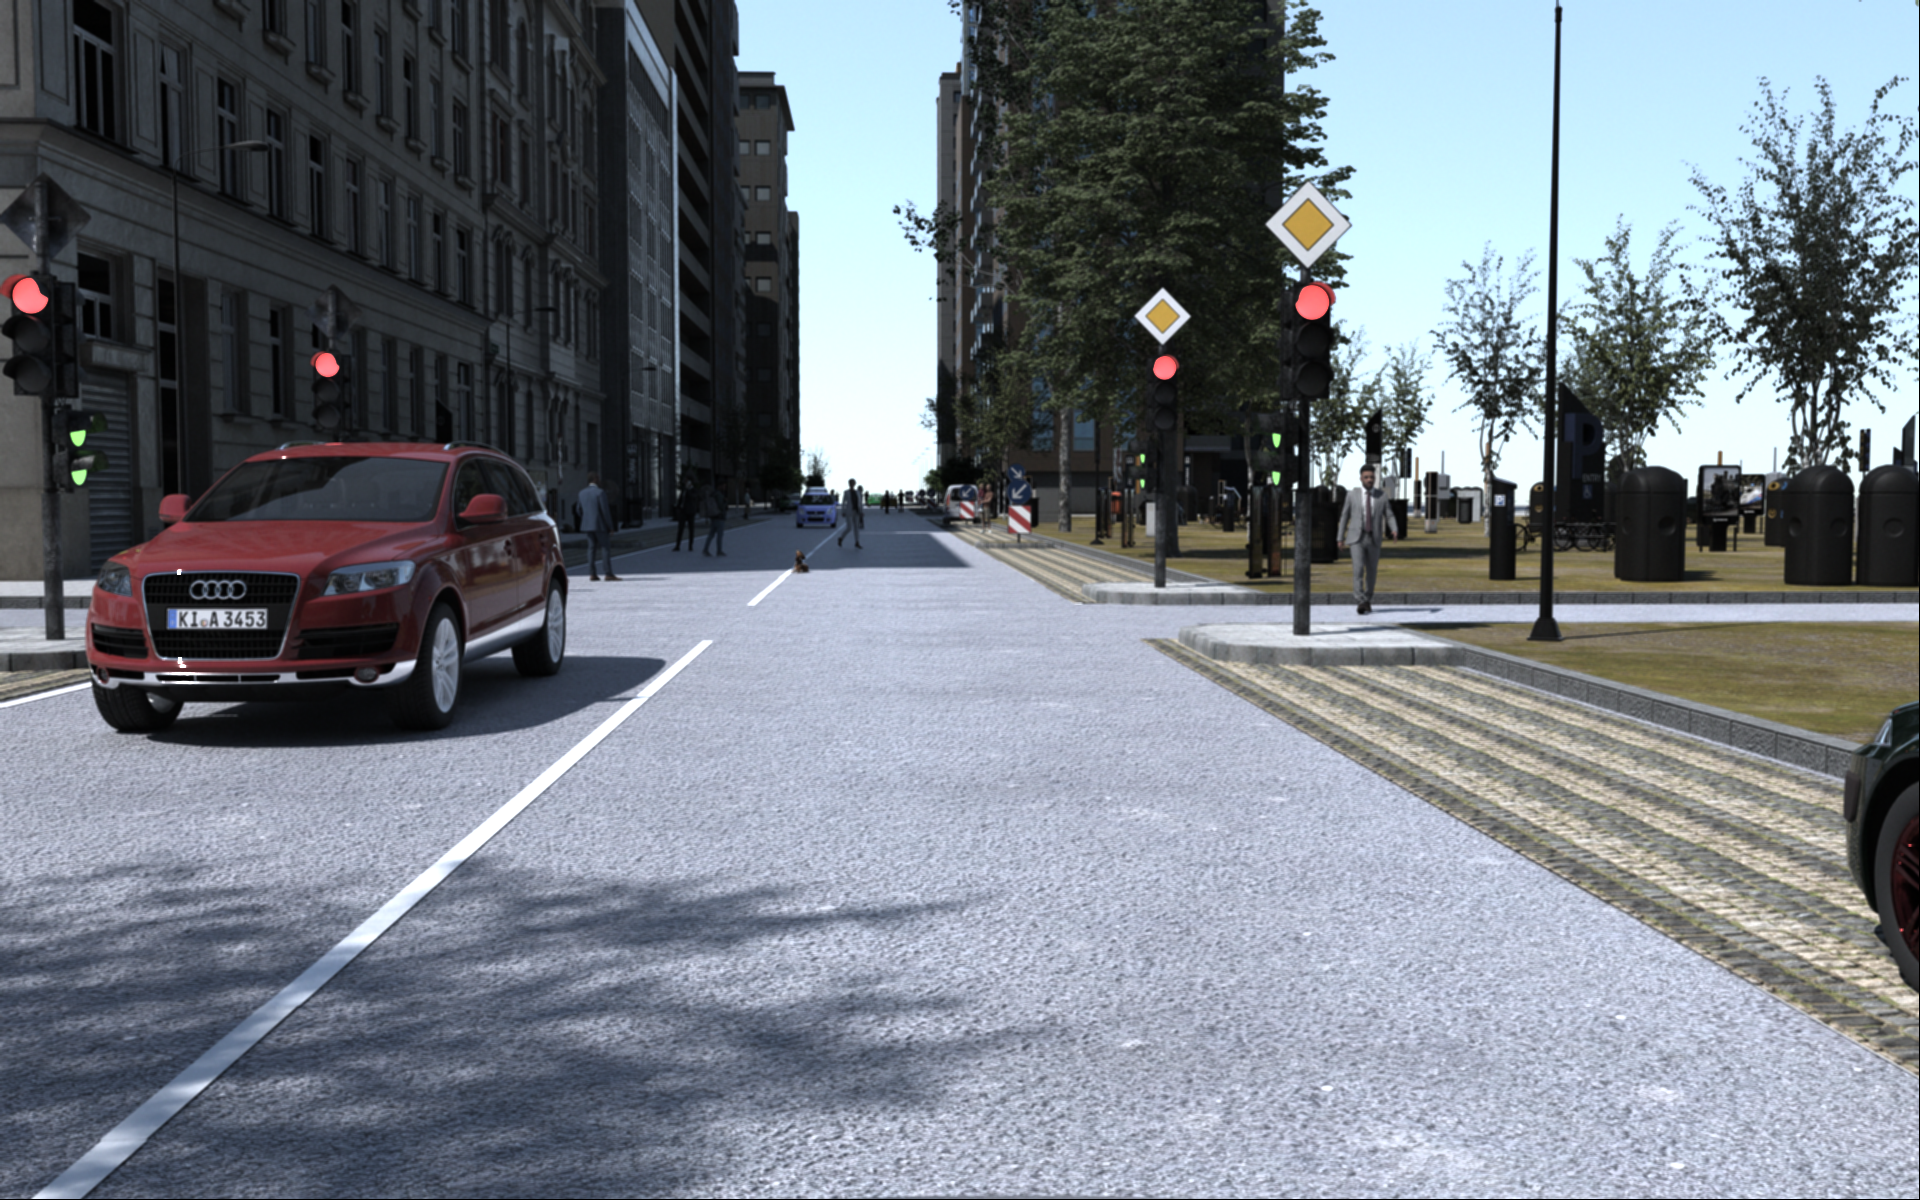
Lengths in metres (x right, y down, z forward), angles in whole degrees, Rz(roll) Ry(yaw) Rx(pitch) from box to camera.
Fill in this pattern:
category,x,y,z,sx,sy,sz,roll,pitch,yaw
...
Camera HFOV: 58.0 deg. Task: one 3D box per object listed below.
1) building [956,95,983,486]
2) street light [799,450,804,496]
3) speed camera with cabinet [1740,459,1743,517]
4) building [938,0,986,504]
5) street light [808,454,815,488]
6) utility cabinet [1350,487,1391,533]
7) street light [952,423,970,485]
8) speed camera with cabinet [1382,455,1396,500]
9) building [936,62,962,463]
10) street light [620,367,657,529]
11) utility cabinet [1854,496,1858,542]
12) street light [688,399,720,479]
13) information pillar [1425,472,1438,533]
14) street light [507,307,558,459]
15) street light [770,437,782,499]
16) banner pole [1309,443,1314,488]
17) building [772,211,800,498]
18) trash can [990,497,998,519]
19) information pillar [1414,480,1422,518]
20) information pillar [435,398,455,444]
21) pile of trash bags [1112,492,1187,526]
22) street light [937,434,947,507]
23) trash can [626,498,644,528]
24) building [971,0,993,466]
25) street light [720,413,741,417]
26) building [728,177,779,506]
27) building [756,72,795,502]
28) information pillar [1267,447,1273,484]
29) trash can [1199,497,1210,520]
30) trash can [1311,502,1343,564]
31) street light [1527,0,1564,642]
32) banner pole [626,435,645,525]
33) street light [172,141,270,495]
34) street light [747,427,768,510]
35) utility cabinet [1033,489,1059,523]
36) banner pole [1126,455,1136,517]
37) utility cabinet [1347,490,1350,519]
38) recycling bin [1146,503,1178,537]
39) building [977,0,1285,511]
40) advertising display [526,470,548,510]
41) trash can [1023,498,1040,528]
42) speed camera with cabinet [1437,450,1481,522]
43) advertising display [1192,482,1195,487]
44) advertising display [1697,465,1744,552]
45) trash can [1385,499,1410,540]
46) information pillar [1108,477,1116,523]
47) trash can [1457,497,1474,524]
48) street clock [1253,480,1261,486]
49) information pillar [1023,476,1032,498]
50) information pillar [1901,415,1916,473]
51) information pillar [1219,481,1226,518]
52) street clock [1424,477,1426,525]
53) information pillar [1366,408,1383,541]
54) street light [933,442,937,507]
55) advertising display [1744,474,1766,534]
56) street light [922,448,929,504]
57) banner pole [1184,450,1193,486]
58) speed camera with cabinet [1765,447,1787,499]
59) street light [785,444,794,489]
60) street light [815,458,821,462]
category,x,y,z,sx,sy,sz,roll,pitch,yaw
building,6.739,-33.107,191.412,14.600,45.320,14.200,0,4,-3
street light,-17.133,-12.840,182.478,1.470,5.913,1.316,0,4,-3
speed camera with cabinet,44.417,-6.356,98.248,0.660,3.252,2.038,2,4,28
building,8.967,-55.060,212.902,22.319,86.520,31.000,0,4,-3
street light,-18.090,-14.071,202.595,1.470,5.913,1.316,0,4,-3
utility cabinet,13.473,-2.937,56.694,1.173,1.500,0.318,0,4,4
street light,0.039,-8.655,114.047,1.470,5.913,1.316,0,4,-3
speed camera with cabinet,21.933,-5.800,89.170,0.660,3.252,2.038,0,4,1
building,7.247,-42.929,243.891,21.231,58.520,28.212,0,4,-3
street light,-11.783,-5.562,63.486,1.470,5.913,1.316,0,4,-3
utility cabinet,24.299,-2.124,45.895,1.020,1.237,0.306,2,4,35
street light,-12.660,-6.842,84.412,1.470,5.913,1.316,0,4,-3
information pillar,15.445,-3.196,56.744,0.304,2.012,0.304,-1,4,-11
street light,-10.656,-4.313,43.066,1.470,5.913,1.316,0,4,-3
street light,-15.325,-10.317,141.221,1.470,5.913,1.316,0,4,-3
banner pole,16.992,-5.768,84.321,0.401,3.779,0.863,-3,4,-37
building,-29.826,-34.219,243.082,14.154,41.232,14.086,0,4,-3
trash can,1.638,-4.758,89.441,0.748,1.137,0.748,0,3,0
information pillar,24.167,-5.319,91.465,0.304,2.012,0.304,0,4,-8
information pillar,-12.516,-3.105,42.125,0.504,3.616,0.183,1,4,20
pile of trash bags,7.739,-3.772,71.429,3.447,1.369,1.912,2,4,26
street light,-0.841,-9.893,134.289,1.470,5.913,1.316,0,4,-3
trash can,-12.341,-3.302,65.641,0.748,1.137,0.748,0,3,0
building,12.497,-32.883,157.249,23.786,49.044,30.456,0,4,-3
street light,-13.280,-7.760,99.422,1.470,5.913,1.316,0,4,-3
building,-36.924,-30.761,194.821,32.217,40.220,23.993,0,4,-3
building,-35.856,-38.614,220.578,28.713,52.752,27.495,0,4,-3
information pillar,15.320,-5.738,85.164,0.504,3.616,0.183,3,5,42
trash can,12.203,-4.540,85.884,0.748,1.137,0.748,0,3,0
trash can,6.677,-1.243,31.984,0.748,1.137,0.748,0,3,0
street light,4.612,-2.599,15.042,1.470,5.913,1.316,0,4,-3
banner pole,-13.641,-5.072,72.944,0.863,3.779,0.401,-1,4,-20
street light,-9.790,-3.083,22.945,1.470,5.913,1.316,0,4,-3
street light,-14.237,-9.061,120.681,1.470,5.913,1.316,0,4,-3
utility cabinet,3.786,-4.153,76.574,1.173,1.500,0.318,-2,4,-26
banner pole,9.732,-6.586,97.697,0.863,3.779,0.401,0,4,-5
utility cabinet,19.481,-4.878,88.426,1.173,1.500,0.318,-2,4,-35
recycling bin,5.994,-2.376,51.398,0.722,1.027,0.722,3,4,36
building,12.030,-42.346,130.609,20.563,71.187,20.611,0,4,-3
advertising display,-11.375,-2.526,46.513,0.123,1.923,0.974,1,4,18
trash can,2.712,-3.360,66.586,0.748,1.137,0.748,0,3,0
speed camera with cabinet,22.559,-5.153,78.580,2.038,3.252,0.660,0,4,6
advertising display,12.692,-5.452,94.349,0.123,1.923,0.974,0,4,5
advertising display,16.846,-2.033,38.446,0.974,1.923,0.123,-1,4,-12
trash can,12.349,-2.286,49.025,0.748,1.137,0.748,0,3,0
information pillar,6.686,-4.377,76.057,0.304,2.012,0.304,0,4,-7
trash can,21.890,-3.877,75.035,0.748,1.137,0.748,0,3,0
street clock,15.442,-5.258,90.542,0.471,2.002,0.358,3,5,41
information pillar,2.788,-4.124,71.912,0.304,2.012,0.304,-1,4,-19
information pillar,28.060,-3.666,51.288,0.504,3.616,0.183,-2,4,-27
information pillar,14.309,-5.504,94.478,0.304,2.012,0.304,2,4,34
street clock,19.498,-4.137,72.206,0.358,2.002,0.471,0,4,-1
information pillar,11.263,-3.410,47.112,0.183,3.616,0.504,-3,5,-42
street light,-1.748,-11.142,154.708,1.470,5.913,1.316,0,4,-3
advertising display,25.604,-3.113,56.109,0.123,1.923,0.974,-2,4,-30
street light,-2.845,-12.398,175.241,1.470,5.913,1.316,0,4,-3
banner pole,12.925,-6.585,97.685,0.401,3.779,0.863,-2,4,-34
speed camera with cabinet,34.737,-4.764,72.220,2.038,3.252,0.660,3,5,45
street light,-16.094,-11.548,161.347,1.470,5.913,1.316,0,4,-3
street light,-19.010,-15.330,223.185,1.470,5.913,1.316,0,4,-3
